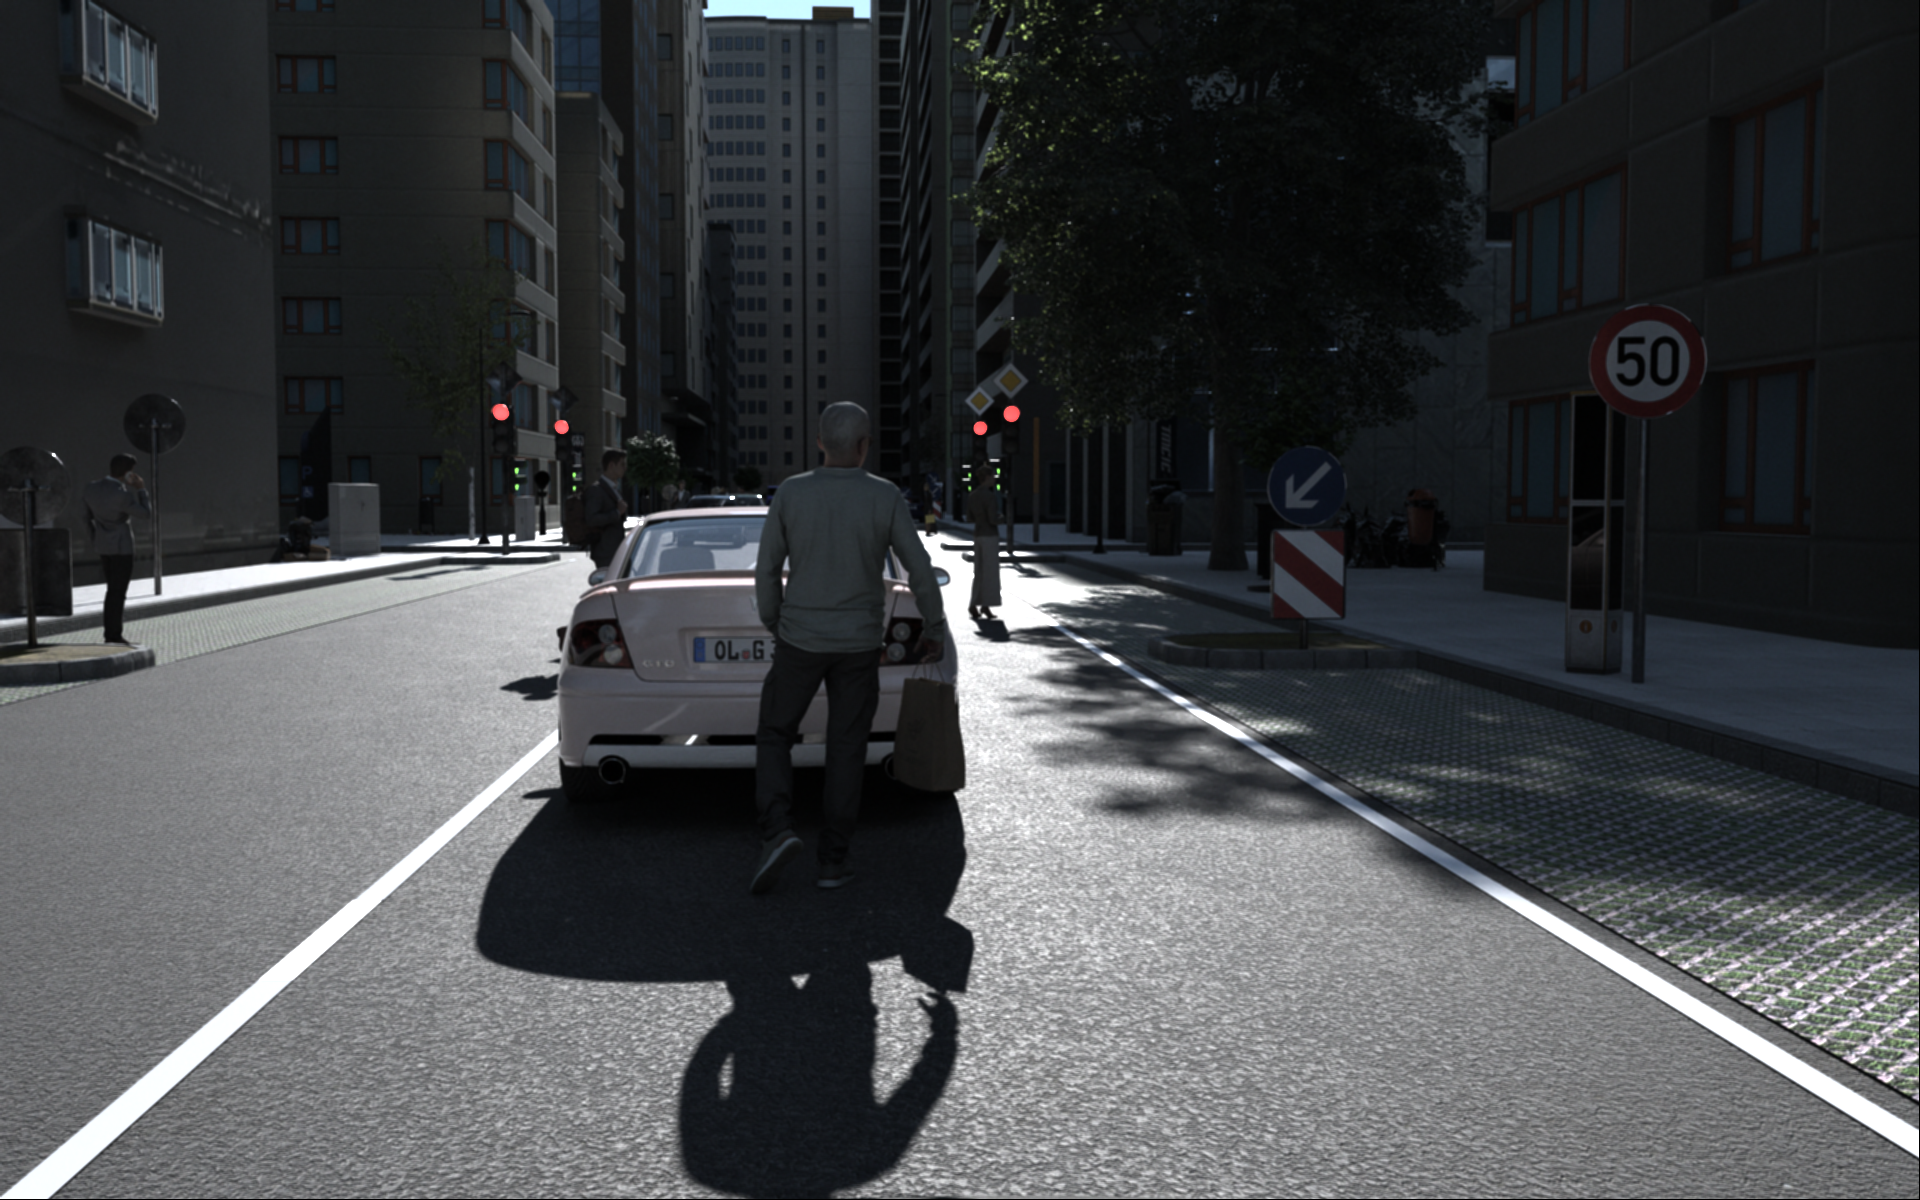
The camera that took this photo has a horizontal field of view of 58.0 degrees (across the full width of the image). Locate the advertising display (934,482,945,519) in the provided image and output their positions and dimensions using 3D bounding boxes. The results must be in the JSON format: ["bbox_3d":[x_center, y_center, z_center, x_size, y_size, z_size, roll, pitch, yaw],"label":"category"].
[{"bbox_3d":[-1.061,-5.176,89.840,0.123,1.923,0.974,-2,4,-30],"label":"advertising display"}]

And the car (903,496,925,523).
[{"bbox_3d":[-2.583,-4.499,86.146,1.945,1.354,3.894,0,4,-4],"label":"car"}]

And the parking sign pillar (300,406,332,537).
[{"bbox_3d":[-19.536,-3.920,52.562,1.447,3.967,1.447,0,4,3],"label":"parking sign pillar"}]

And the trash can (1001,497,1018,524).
[{"bbox_3d":[2.099,-3.782,73.490,0.748,1.137,0.748,0,3,0],"label":"trash can"}]

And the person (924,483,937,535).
[{"bbox_3d":[-1.041,-3.181,60.719,0.699,1.804,1.509,1,4,14],"label":"person"}]

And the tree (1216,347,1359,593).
[{"bbox_3d":[4.439,-1.723,22.767,1.663,3.219,1.824,0,3,0],"label":"tree"}]

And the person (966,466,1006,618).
[{"bbox_3d":[0.327,-0.669,19.983,0.362,1.759,0.519,-3,4,-36],"label":"person"}]

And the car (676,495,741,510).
[{"bbox_3d":[-6.812,-2.190,47.804,2.014,1.417,4.499,0,4,-4],"label":"car"}]

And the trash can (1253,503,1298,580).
[{"bbox_3d":[4.779,-0.880,26.049,0.748,1.137,0.748,0,3,0],"label":"trash can"}]

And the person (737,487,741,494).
[{"bbox_3d":[-11.612,-5.099,92.044,0.590,1.801,0.661,0,4,6],"label":"person"}]

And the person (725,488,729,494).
[{"bbox_3d":[-14.364,-6.020,107.146,0.641,1.798,0.478,0,4,-6],"label":"person"}]

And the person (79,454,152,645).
[{"bbox_3d":[-7.850,-0.456,16.132,0.592,1.802,0.473,3,4,36],"label":"person"}]

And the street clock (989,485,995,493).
[{"bbox_3d":[1.225,-4.087,71.390,0.471,2.002,0.358,1,4,11],"label":"street clock"}]

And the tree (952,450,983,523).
[{"bbox_3d":[0.348,-5.030,76.834,1.663,3.219,1.824,0,3,0],"label":"tree"}]

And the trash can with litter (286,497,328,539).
[{"bbox_3d":[-18.775,-2.322,49.030,1.678,1.210,2.233,-1,4,-22],"label":"trash can with litter"}]

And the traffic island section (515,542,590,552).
[{"bbox_3d":[-10.138,-1.352,44.381,2.009,0.180,2.903,0,4,-4],"label":"traffic island section"}]

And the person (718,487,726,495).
[{"bbox_3d":[-12.704,-5.278,95.017,1.509,1.804,0.699,2,4,29],"label":"person"}]

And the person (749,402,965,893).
[{"bbox_3d":[-0.374,0.163,6.326,0.782,1.767,0.515,0,4,-4],"label":"person"}]

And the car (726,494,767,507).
[{"bbox_3d":[-6.846,-2.604,54.367,2.131,1.459,4.920,0,4,-6],"label":"car"}]

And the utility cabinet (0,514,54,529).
[{"bbox_3d":[-10.793,-0.512,19.534,0.306,1.237,1.020,3,5,39],"label":"utility cabinet"}]

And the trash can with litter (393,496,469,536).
[{"bbox_3d":[-16.345,-2.618,53.858,2.233,1.210,1.678,1,4,22],"label":"trash can with litter"}]

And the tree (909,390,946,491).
[{"bbox_3d":[-1.863,-10.592,123.545,4.360,8.622,3.978,0,3,0],"label":"tree"}]

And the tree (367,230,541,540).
[{"bbox_3d":[-13.757,-5.956,47.738,4.737,8.622,4.395,0,3,0],"label":"tree"}]

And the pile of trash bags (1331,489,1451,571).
[{"bbox_3d":[7.599,-1.247,30.147,1.912,1.369,3.447,0,4,-3],"label":"pile of trash bags"}]

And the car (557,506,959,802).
[{"bbox_3d":[-1.049,0.175,9.504,2.083,1.381,4.827,0,4,-5],"label":"car"}]

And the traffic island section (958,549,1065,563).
[{"bbox_3d":[1.097,-0.911,37.172,2.009,0.180,2.903,0,4,-4],"label":"traffic island section"}]

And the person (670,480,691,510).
[{"bbox_3d":[-8.198,-2.595,50.891,0.622,1.834,0.822,-1,4,-14],"label":"person"}]

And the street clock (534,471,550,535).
[{"bbox_3d":[-12.973,-3.010,53.784,0.471,2.002,0.358,-1,4,-19],"label":"street clock"}]

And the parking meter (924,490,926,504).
[{"bbox_3d":[-1.982,-5.833,101.080,0.255,1.863,0.399,0,4,1],"label":"parking meter"}]

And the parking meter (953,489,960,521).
[{"bbox_3d":[-0.149,-4.591,83.474,0.372,1.533,0.369,0,3,0],"label":"parking meter"}]

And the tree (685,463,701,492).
[{"bbox_3d":[-17.071,-6.876,107.024,1.663,3.219,1.824,0,3,0],"label":"tree"}]

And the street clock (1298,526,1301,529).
[{"bbox_3d":[7.247,-1.960,36.611,0.471,2.002,0.358,0,4,3],"label":"street clock"}]

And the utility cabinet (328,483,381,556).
[{"bbox_3d":[-12.599,-1.675,36.073,0.318,1.500,1.173,2,4,23],"label":"utility cabinet"}]

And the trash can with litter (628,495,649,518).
[{"bbox_3d":[-17.364,-5.048,93.594,2.233,1.210,1.678,0,4,-3],"label":"trash can with litter"}]

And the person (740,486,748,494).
[{"bbox_3d":[-9.606,-4.167,76.972,0.623,1.781,0.721,0,3,0],"label":"person"}]

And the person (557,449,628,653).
[{"bbox_3d":[-3.149,-0.422,15.369,0.822,1.834,0.622,0,4,-6],"label":"person"}]

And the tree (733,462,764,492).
[{"bbox_3d":[-21.788,-11.880,177.949,4.285,4.588,4.351,0,3,0],"label":"tree"}]

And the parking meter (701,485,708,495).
[{"bbox_3d":[-16.983,-6.693,115.135,0.399,1.863,0.255,2,4,24],"label":"parking meter"}]

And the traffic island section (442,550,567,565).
[{"bbox_3d":[-9.568,-0.865,36.416,2.009,0.180,2.903,0,4,-4],"label":"traffic island section"}]

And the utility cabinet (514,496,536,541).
[{"bbox_3d":[-12.082,-2.258,48.087,0.306,1.237,1.020,-2,4,-31],"label":"utility cabinet"}]

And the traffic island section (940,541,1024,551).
[{"bbox_3d":[0.527,-1.398,45.137,2.009,0.180,2.903,0,4,-4],"label":"traffic island section"}]

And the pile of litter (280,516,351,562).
[{"bbox_3d":[-12.601,-1.177,33.207,1.719,0.858,1.176,0,4,-7],"label":"pile of litter"}]

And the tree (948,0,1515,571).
[{"bbox_3d":[4.443,-7.477,28.897,9.857,13.997,8.962,0,3,0],"label":"tree"}]

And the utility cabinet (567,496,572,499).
[{"bbox_3d":[-12.929,-2.848,57.728,0.306,1.237,1.020,0,4,6],"label":"utility cabinet"}]
